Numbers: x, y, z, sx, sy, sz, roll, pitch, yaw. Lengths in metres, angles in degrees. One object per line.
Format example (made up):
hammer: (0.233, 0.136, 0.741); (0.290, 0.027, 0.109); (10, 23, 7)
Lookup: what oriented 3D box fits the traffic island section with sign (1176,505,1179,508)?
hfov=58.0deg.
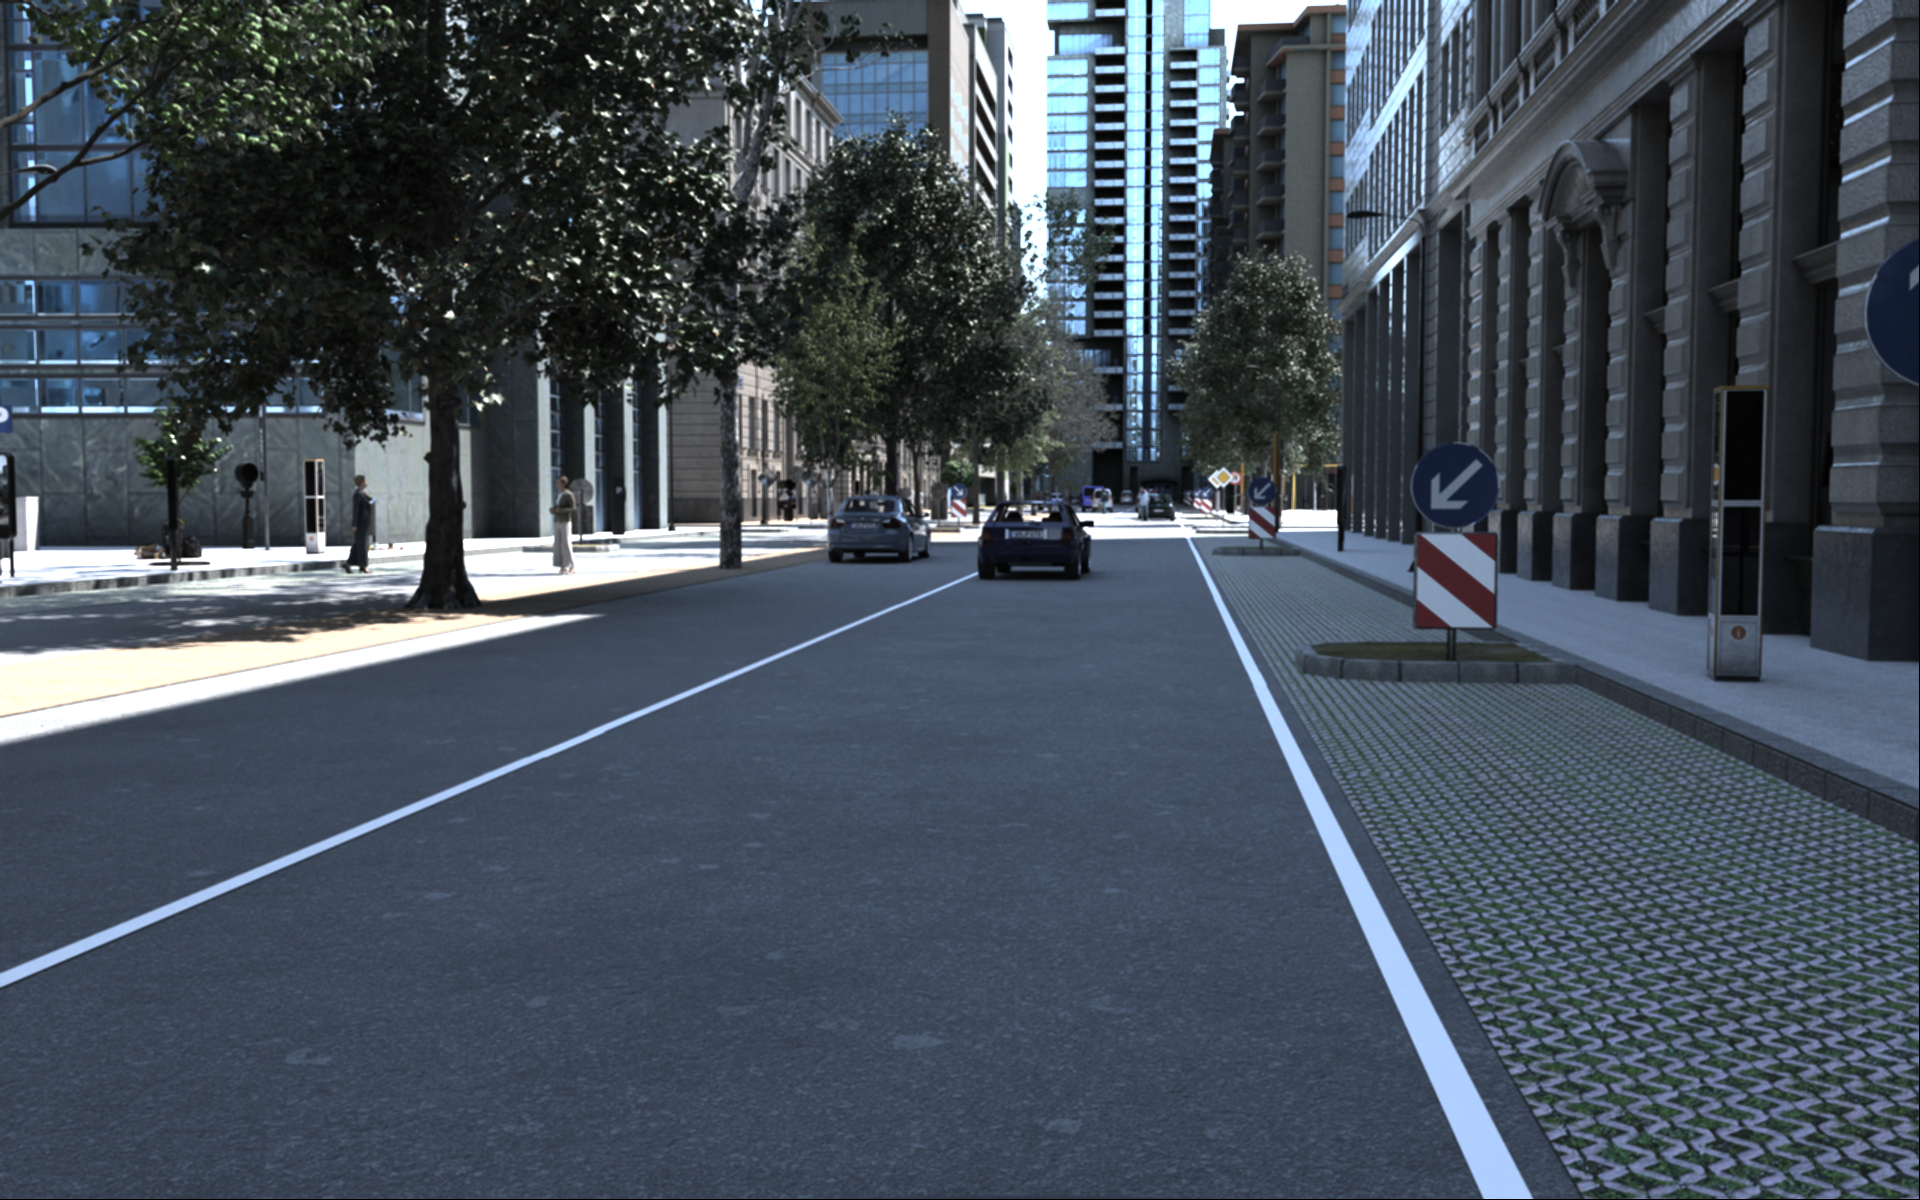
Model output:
traffic island section with sign: (22.659, -10.012, 172.327); (1.989, 1.847, 2.006); (0, 4, 7)

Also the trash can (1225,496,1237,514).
trash can: (17.557, -6.156, 112.301); (0.748, 1.137, 0.748); (0, 3, 0)

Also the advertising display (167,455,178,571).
advertising display: (-13.295, -1.470, 29.249); (0.123, 1.923, 0.974); (-2, 4, -23)

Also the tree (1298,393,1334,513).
tree: (23.701, -10.128, 115.952); (4.360, 8.622, 3.978); (0, 3, 0)

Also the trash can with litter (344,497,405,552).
trash can with litter: (-13.245, -1.747, 39.619); (1.678, 1.210, 2.233); (0, 4, 6)

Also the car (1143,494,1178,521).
car: (10.685, -5.089, 92.987); (2.009, 1.686, 4.222); (0, 4, 7)

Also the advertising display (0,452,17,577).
advertising display: (-15.148, -1.332, 26.986); (0.974, 1.923, 0.123); (1, 4, 15)

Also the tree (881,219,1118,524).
tree: (0.740, -10.041, 77.000); (12.009, 13.543, 11.850); (0, 3, 0)

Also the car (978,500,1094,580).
car: (1.353, -1.091, 30.425); (1.945, 1.354, 3.894); (0, 4, 8)

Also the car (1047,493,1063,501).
car: (9.995, -10.431, 180.137); (1.945, 1.707, 3.694); (0, 4, 7)

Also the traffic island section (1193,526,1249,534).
traffic island section: (9.619, -2.502, 63.180); (2.009, 0.180, 2.903); (0, 4, 7)

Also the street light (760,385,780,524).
street light: (-7.771, -6.147, 73.051); (1.470, 5.913, 1.316); (0, 4, 7)

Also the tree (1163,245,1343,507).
tree: (14.048, -9.953, 79.742); (9.611, 12.733, 9.660); (0, 3, 0)

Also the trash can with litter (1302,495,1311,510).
trash can with litter: (28.162, -7.880, 140.222); (0.624, 1.170, 1.055); (-1, 4, -17)

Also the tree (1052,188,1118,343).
tree: (2.331, -14.781, 100.007); (12.611, 20.169, 13.585); (0, 3, 0)

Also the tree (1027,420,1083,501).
tree: (7.576, -11.084, 134.042); (4.737, 8.622, 4.395); (0, 3, 0)

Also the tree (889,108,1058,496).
tree: (-2.006, -8.067, 51.356); (9.611, 12.733, 9.660); (0, 3, 0)

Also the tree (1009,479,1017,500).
tree: (6.398, -12.692, 202.111); (1.663, 3.219, 1.824); (0, 3, 0)

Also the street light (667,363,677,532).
street light: (-9.347, -5.300, 59.201); (1.470, 5.913, 1.316); (0, 4, 7)

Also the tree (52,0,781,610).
tree: (-6.474, -6.247, 21.598); (9.611, 12.733, 9.660); (0, 3, 0)

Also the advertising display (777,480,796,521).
advertising display: (-8.110, -4.672, 81.593); (0.974, 1.923, 0.123); (0, 4, 4)

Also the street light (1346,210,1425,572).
street light: (7.021, -3.420, 28.458); (1.470, 5.913, 1.316); (0, 4, 7)

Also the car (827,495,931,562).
car: (-1.735, -1.575, 37.750); (2.014, 1.417, 4.499); (0, 4, 7)

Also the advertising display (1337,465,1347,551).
advertising display: (8.616, -2.073, 39.108); (0.123, 1.923, 0.974); (1, 4, 18)

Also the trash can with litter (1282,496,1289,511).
trash can with litter: (24.465, -7.365, 131.812); (1.055, 1.170, 0.624); (2, 4, 33)

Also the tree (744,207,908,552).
tree: (-3.198, -5.479, 42.406); (4.737, 8.622, 4.395); (0, 3, 0)

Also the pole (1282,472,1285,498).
pole: (26.070, -8.910, 139.529); (0.158, 3.312, 0.155); (0, 3, 0)

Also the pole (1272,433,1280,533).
pole: (10.520, -3.905, 57.693); (0.158, 3.312, 0.155); (0, 3, 0)

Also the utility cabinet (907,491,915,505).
utility cabinet: (-3.359, -6.557, 115.891); (0.318, 1.500, 1.173); (2, 4, 29)

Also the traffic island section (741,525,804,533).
traffic island section: (-7.252, -2.625, 65.192); (2.009, 0.180, 2.903); (0, 4, 7)

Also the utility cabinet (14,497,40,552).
utility cabinet: (-20.945, -1.692, 38.827); (0.306, 1.237, 1.020); (-1, 4, -14)

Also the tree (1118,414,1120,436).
tree: (4.829, -12.231, 112.802); (12.009, 13.543, 11.850); (0, 3, 0)

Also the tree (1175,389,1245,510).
tree: (21.737, -13.781, 143.439); (7.486, 12.596, 7.792); (0, 3, 0)

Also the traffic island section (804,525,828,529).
traffic island section: (-6.305, -3.110, 73.121); (2.009, 0.180, 2.903); (0, 4, 7)

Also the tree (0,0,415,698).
tree: (-7.221, -5.096, 11.527); (9.928, 11.665, 9.643); (0, 3, 0)

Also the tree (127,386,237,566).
tree: (-14.248, -2.248, 31.356); (1.663, 3.219, 1.824); (0, 3, 0)

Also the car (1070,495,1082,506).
car: (13.356, -11.586, 202.004); (1.945, 1.354, 3.894); (0, 4, 8)

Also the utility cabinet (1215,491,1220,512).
utility cabinet: (18.142, -6.932, 122.024); (0.318, 1.500, 1.173); (0, 4, 7)

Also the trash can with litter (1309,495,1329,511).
trash can with litter: (27.162, -7.320, 130.738); (1.678, 1.210, 2.233); (-2, 4, -26)

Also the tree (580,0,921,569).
tree: (-5.492, -10.713, 33.507); (12.611, 20.169, 13.585); (0, 3, 0)

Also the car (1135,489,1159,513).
car: (14.825, -7.782, 135.908); (2.281, 1.827, 5.304); (0, 4, 7)

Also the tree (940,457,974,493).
tree: (-0.052, -9.908, 145.716); (4.285, 4.588, 4.351); (0, 3, 0)

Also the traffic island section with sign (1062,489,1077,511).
traffic island section with sign: (8.922, -8.471, 146.634); (2.006, 1.907, 1.989); (0, 4, 7)

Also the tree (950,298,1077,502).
tree: (2.066, -10.283, 88.705); (7.486, 12.596, 7.792); (0, 3, 0)

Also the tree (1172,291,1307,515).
tree: (17.714, -12.223, 106.506); (9.857, 13.997, 8.962); (0, 3, 0)

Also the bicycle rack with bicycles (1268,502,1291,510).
bicycle rack with bicycles: (25.114, -7.597, 137.591); (2.852, 0.926, 2.925); (-3, 5, -44)

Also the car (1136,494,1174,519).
car: (11.176, -5.356, 99.367); (2.131, 1.459, 4.920); (0, 4, 7)

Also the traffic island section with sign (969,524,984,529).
traffic island section with sign: (0.024, -3.907, 72.022); (2.006, 1.907, 1.989); (0, 4, 7)

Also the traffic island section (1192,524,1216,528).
traffic island section: (10.566, -2.986, 71.109); (2.009, 0.180, 2.903); (0, 4, 7)

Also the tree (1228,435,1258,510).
tree: (20.593, -10.808, 127.080); (4.360, 8.622, 3.978); (0, 3, 0)

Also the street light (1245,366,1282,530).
street light: (11.002, -5.517, 62.749); (1.470, 5.913, 1.316); (0, 4, 7)

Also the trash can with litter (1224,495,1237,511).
trash can with litter: (20.824, -7.380, 131.726); (1.678, 1.210, 2.233); (-1, 4, -17)

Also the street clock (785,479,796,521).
street clock: (-7.952, -4.684, 81.153); (0.471, 2.002, 0.358); (-2, 4, -24)

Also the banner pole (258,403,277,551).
banner pole: (-15.791, -3.012, 39.262); (0.401, 3.779, 0.863); (-2, 4, -32)

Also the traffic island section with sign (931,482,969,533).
traffic island section with sign: (-0.864, -3.458, 64.668); (2.006, 1.907, 1.989); (0, 4, 7)

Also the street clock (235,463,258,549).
street clock: (-16.570, -2.184, 40.281); (0.358, 2.002, 0.471); (2, 4, 31)

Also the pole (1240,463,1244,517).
pole: (15.879, -6.337, 97.448); (0.158, 3.312, 0.155); (0, 3, 0)

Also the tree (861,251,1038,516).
tree: (-1.371, -7.537, 60.097); (8.767, 10.594, 7.601); (0, 4, 7)

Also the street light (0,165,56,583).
street light: (-13.445, -3.187, 24.655); (1.470, 5.913, 1.316); (0, 4, 7)
